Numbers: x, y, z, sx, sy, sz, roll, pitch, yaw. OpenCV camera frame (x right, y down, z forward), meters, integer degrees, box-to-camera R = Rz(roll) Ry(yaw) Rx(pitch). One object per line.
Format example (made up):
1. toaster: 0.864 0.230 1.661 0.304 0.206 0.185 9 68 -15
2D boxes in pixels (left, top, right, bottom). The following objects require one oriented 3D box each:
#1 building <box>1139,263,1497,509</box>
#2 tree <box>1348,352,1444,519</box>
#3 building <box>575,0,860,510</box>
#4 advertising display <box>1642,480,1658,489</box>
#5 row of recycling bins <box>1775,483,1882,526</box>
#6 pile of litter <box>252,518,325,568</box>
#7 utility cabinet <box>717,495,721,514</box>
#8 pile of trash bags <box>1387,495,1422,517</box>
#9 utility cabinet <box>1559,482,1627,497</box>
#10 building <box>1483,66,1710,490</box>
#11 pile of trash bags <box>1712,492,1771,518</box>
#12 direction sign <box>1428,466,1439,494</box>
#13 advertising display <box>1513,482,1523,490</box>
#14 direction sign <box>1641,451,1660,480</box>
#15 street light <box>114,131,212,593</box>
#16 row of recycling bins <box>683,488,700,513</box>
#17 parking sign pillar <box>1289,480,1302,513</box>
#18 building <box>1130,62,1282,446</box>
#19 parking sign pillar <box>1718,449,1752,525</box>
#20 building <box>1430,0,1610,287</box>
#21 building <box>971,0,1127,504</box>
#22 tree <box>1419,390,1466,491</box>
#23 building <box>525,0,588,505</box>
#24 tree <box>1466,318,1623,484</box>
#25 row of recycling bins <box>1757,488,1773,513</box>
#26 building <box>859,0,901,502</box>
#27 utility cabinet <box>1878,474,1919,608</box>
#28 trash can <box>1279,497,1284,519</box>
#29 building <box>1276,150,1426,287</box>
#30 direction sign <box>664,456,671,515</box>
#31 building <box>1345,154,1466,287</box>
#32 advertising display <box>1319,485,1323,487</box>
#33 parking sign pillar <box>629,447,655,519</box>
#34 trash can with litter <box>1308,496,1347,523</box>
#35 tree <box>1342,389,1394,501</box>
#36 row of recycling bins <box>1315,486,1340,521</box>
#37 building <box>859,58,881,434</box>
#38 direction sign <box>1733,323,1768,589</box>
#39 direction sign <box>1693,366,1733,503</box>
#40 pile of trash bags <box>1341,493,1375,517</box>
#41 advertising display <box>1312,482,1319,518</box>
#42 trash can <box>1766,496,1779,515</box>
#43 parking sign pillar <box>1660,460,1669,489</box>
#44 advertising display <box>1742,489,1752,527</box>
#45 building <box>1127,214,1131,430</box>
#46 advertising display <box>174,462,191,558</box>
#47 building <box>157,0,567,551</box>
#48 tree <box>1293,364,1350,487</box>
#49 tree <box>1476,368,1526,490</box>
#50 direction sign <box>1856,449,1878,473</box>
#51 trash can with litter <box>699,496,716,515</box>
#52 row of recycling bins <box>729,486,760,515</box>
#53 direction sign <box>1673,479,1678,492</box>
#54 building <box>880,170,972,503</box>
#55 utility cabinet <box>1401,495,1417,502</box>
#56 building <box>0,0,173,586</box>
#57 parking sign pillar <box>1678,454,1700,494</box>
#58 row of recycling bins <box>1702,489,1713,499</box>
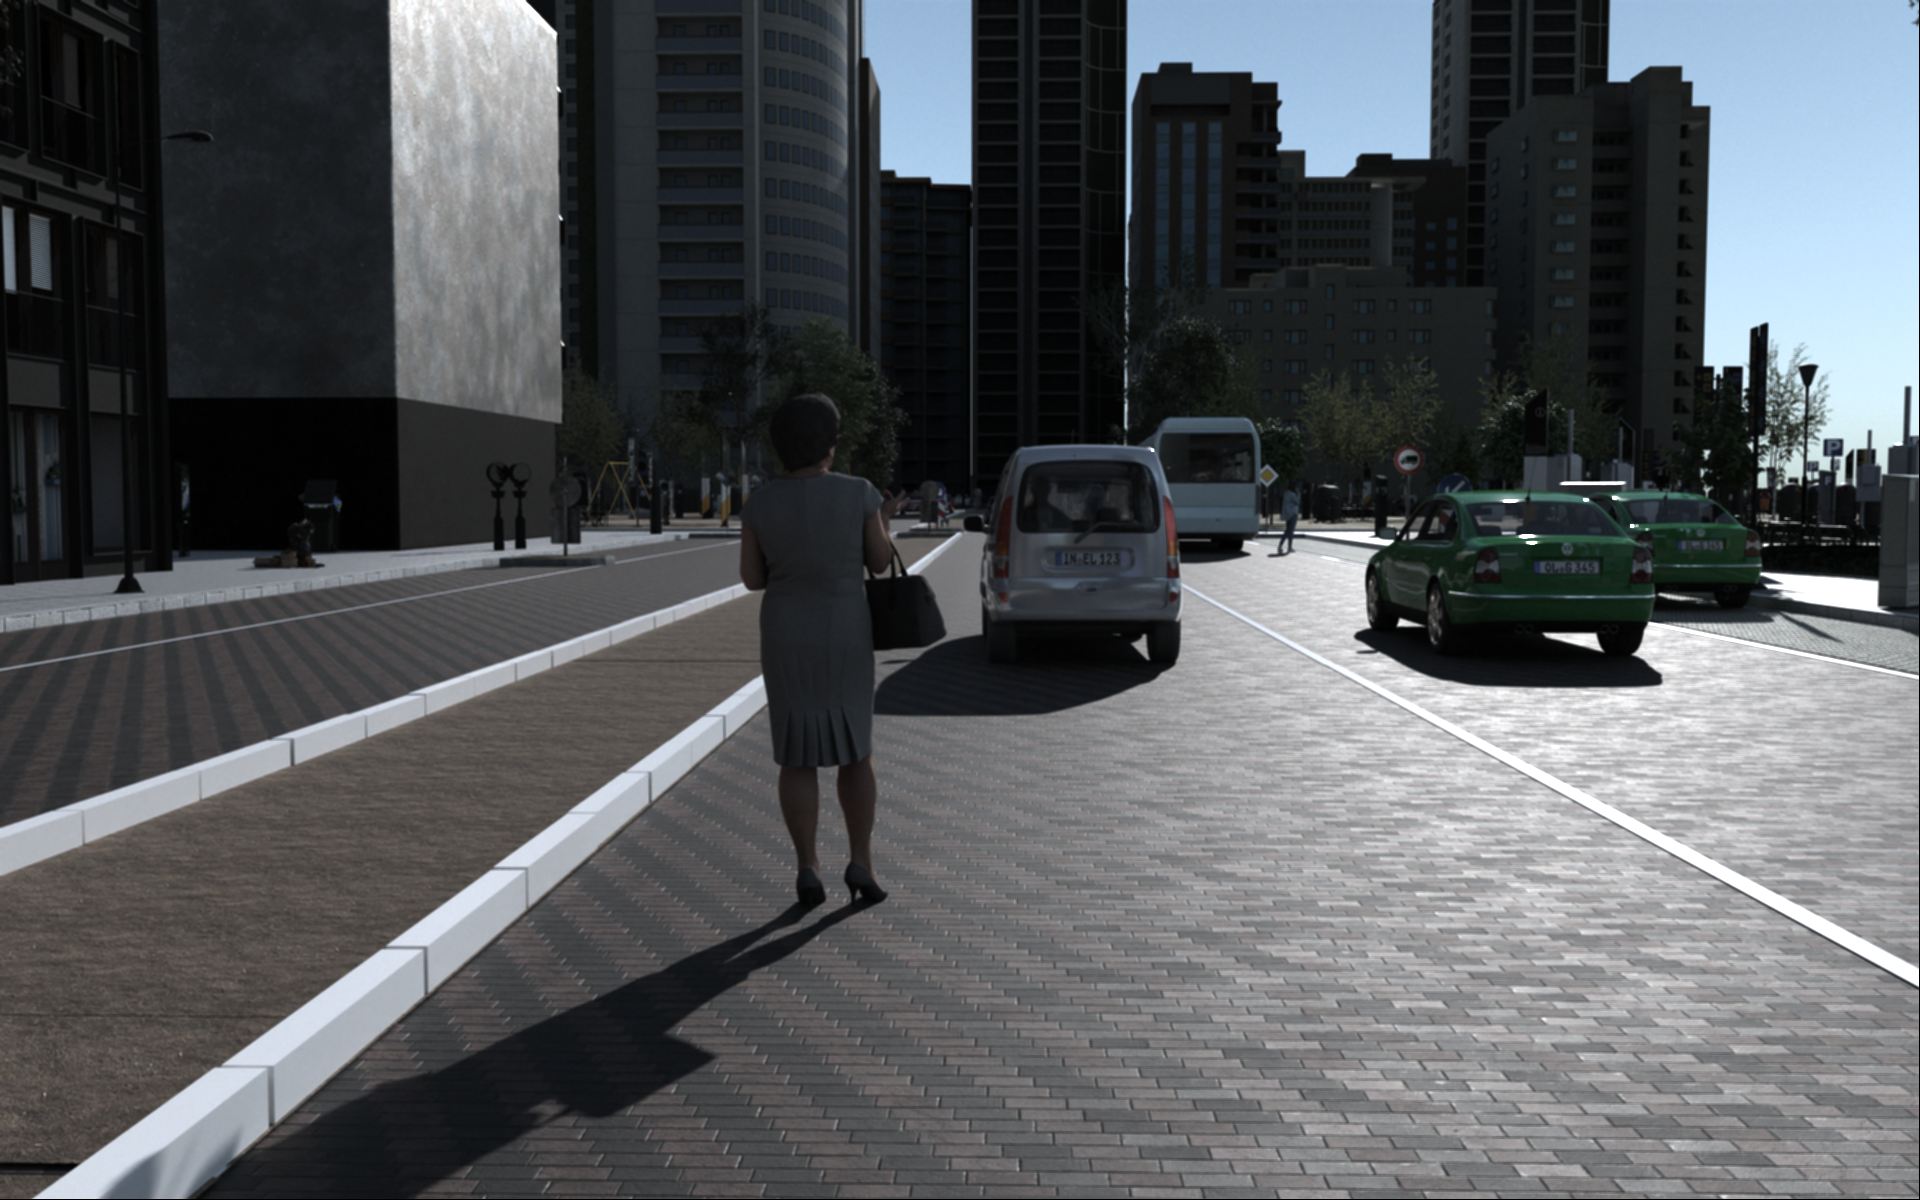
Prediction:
1. building: 31.358 -19.236 159.555 27.650 21.520 28.899 0 4 2
2. tree: 22.793 -8.479 88.987 4.360 8.622 3.978 0 3 0
3. building: -20.642 -37.444 154.215 21.231 58.520 28.212 0 4 2
4. advertising display: 32.025 -4.589 80.238 0.123 1.923 0.974 -2 4 -31
5. row of recycling bins: 32.462 -3.512 64.539 3.534 1.692 1.069 1 4 16
6. pile of litter: -11.825 -1.009 30.462 1.176 0.858 1.719 -2 4 -26
7. utility cabinet: -14.773 -5.988 109.073 1.020 1.237 0.306 1 4 15
8. pile of trash bags: 26.192 -5.463 99.070 3.447 1.369 1.912 0 4 -2
9. utility cabinet: 11.965 -1.476 32.814 1.173 1.500 0.318 3 4 39
10. building: 74.305 -35.331 201.363 21.600 48.544 21.300 0 4 2
11. pile of trash bags: 42.196 -5.164 94.190 3.447 1.369 1.912 1 4 21
12. direction sign: 37.735 -8.929 137.994 0.876 3.537 0.379 2 4 27
13. advertising display: 30.222 -5.387 93.284 0.974 1.923 0.123 -1 4 -21
14. direction sign: 36.317 -6.063 91.127 0.876 3.537 0.379 1 4 20
15. street light: -10.272 -3.046 22.342 1.470 5.913 1.316 0 4 2
16. row of recycling bins: -18.809 -6.919 120.231 1.069 1.692 3.534 0 4 7
17. parking sign pillar: 22.809 -7.972 118.818 1.447 3.967 1.447 0 4 6
18. building: 25.261 -32.485 181.232 14.600 45.320 14.200 0 4 2
19. parking sign pillar: 32.544 -5.143 72.567 1.447 3.967 1.447 -1 4 -12
20. building: 75.626 -48.586 232.634 20.611 71.187 20.563 0 4 2
21. building: 12.061 -48.698 234.463 20.611 71.187 20.563 0 4 2
22. tree: 34.454 -10.587 123.456 4.737 8.622 4.395 0 3 0
23. building: -48.838 -46.881 204.754 20.611 71.187 20.563 0 4 2
24. tree: 24.852 -7.506 73.082 4.737 8.622 4.395 0 3 0
25. row of recycling bins: 55.787 -6.924 120.316 1.069 1.692 3.534 0 4 -2
26. building: -23.104 -54.364 201.521 31.000 86.520 22.319 0 4 2
27. utility cabinet: 10.824 -0.672 19.673 1.173 1.500 0.318 -3 5 -44
28. trash can: 16.017 -4.485 84.985 0.748 1.137 0.748 0 3 0
29. building: 34.945 -31.110 200.531 32.217 40.220 23.993 0 4 2
30. direction sign: -17.574 -6.861 104.175 0.379 3.537 0.876 -2 4 -32
31. building: 58.132 -35.510 230.694 14.200 45.320 14.600 0 4 2
32. advertising display: 24.549 -6.877 117.652 0.974 1.923 0.123 -3 5 -41
33. parking sign pillar: -16.591 -6.235 90.413 1.447 3.967 1.447 -1 4 -19
34. trash can with litter: 16.216 -4.005 76.539 2.233 1.210 1.678 -2 4 -24
35. tree: 28.582 -10.521 122.381 4.737 8.622 4.395 0 3 0
36. row of recycling bins: 18.165 -4.786 85.356 1.069 1.692 3.534 1 4 19
37. building: -15.459 -32.143 175.641 14.600 45.320 14.200 0 4 2
38. direction sign: 10.748 -1.921 23.398 0.379 3.537 0.876 1 4 12
39. direction sign: 13.436 -2.372 30.779 0.876 3.537 0.379 0 4 -4
40. pile of trash bags: 21.255 -5.220 95.100 3.447 1.369 1.912 -2 4 -27
41. advertising display: 19.402 -5.486 94.913 0.123 1.923 0.974 0 4 4
42. trash can: 50.472 -5.871 107.646 0.748 1.137 0.748 0 3 0
43. parking sign pillar: 55.058 -9.028 136.077 1.447 3.967 1.447 -2 4 -24
44. advertising display: 29.915 -3.699 65.684 0.974 1.923 0.123 -3 4 -37
45. building: 29.799 -33.535 231.895 14.086 41.232 14.154 0 4 2
46. advertising display: -15.872 -1.846 35.389 0.123 1.923 0.974 -1 4 -15
47. building: -20.773 -10.992 47.166 16.811 18.784 16.820 0 4 2
48. tree: 21.094 -9.084 98.887 4.360 8.622 3.978 0 3 0
49. tree: 31.785 -9.183 100.498 4.360 8.622 3.978 0 3 0
50. direction sign: 45.692 -5.836 87.417 0.876 3.537 0.379 1 4 12
51. trash can with litter: -15.190 -5.680 104.249 1.055 1.170 0.624 0 4 7
52. row of recycling bins: -13.074 -6.085 106.602 1.069 1.692 3.534 2 4 33
53. direction sign: 44.497 -7.056 107.359 0.876 3.537 0.379 -2 4 -30
54. building: -12.638 -35.619 237.000 28.867 44.769 22.147 0 4 2
55. utility cabinet: 30.884 -6.606 119.165 1.020 1.237 0.306 0 4 3
56. building: -19.559 -11.676 20.579 12.332 23.373 15.834 0 4 2
57. parking sign pillar: 45.935 -7.379 109.126 1.447 3.967 1.447 -3 5 -43
58. row of recycling bins: 58.290 -7.838 135.264 3.534 1.692 1.069 1 4 23
